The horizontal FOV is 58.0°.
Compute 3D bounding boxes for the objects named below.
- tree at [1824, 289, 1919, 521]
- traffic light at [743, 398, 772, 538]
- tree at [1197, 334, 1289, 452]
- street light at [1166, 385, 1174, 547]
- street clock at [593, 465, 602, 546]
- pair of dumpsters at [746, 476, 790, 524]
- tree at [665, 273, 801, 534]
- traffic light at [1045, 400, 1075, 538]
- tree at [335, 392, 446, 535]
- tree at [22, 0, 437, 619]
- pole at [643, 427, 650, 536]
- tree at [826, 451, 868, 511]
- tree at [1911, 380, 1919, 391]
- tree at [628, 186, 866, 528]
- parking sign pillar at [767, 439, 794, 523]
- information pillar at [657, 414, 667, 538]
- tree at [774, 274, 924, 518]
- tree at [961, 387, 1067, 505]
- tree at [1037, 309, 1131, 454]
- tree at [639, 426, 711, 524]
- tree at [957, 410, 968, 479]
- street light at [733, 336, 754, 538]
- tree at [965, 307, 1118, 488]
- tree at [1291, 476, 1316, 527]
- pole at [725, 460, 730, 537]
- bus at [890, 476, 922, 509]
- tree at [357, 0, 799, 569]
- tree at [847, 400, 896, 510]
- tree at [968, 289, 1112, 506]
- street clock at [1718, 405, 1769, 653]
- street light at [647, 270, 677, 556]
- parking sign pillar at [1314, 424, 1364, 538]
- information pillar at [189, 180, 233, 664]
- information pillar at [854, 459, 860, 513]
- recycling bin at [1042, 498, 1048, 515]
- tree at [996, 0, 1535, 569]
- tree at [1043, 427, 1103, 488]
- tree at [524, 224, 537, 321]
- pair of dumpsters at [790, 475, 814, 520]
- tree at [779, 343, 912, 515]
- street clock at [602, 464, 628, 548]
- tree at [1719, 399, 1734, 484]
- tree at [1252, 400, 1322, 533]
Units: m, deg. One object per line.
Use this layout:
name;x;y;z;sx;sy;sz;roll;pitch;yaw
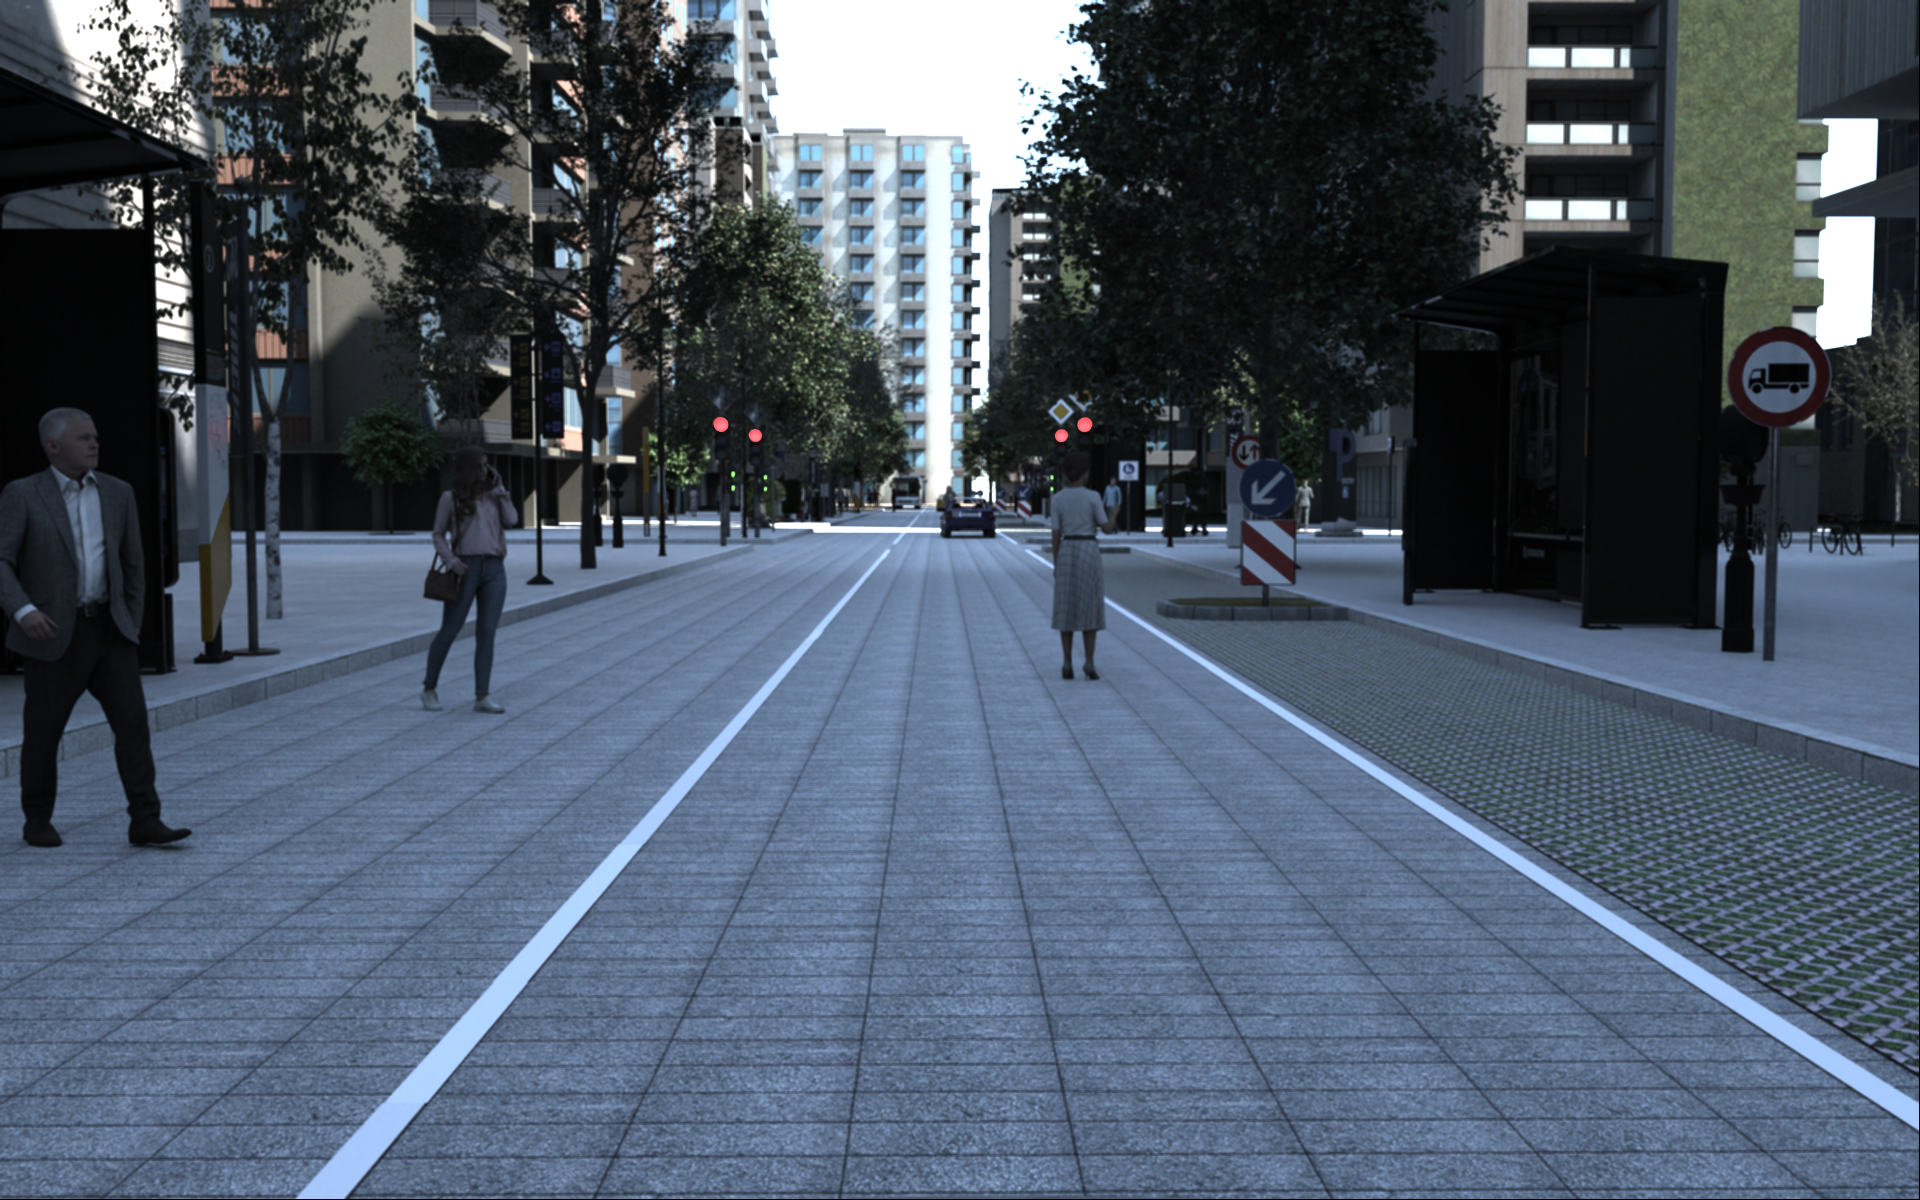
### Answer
tree;33.215;-6.794;61.446;4.360;8.622;3.978;0;3;0
traffic light;-5.927;-3.776;50.655;0.839;4.253;0.868;0;4;-1
tree;10.807;-6.952;64.026;4.737;8.622;4.395;0;3;0
street light;5.106;-4.228;41.922;0.468;5.910;1.993;0;4;-1
street clock;-8.901;-2.318;42.473;0.358;2.002;0.471;1;4;16
pair of dumpsters;-8.396;-4.394;74.341;1.574;2.255;4.437;0;4;-1
tree;-7.222;-6.429;55.472;4.360;8.622;3.978;0;3;0
traffic light;2.933;-3.784;50.783;0.839;4.253;0.868;0;4;-1
tree;-18.198;-4.363;55.046;4.285;4.588;4.351;0;3;0
tree;-7.210;-4.123;17.781;4.360;8.622;3.978;0;3;0
pole;-9.483;-3.579;52.360;0.158;3.312;0.155;0;3;0
tree;-8.600;-8.961;130.228;4.285;4.588;4.351;0;3;0
tree;13.284;-2.263;20.708;4.285;4.588;4.351;0;3;0
tree;-7.653;-9.059;65.117;9.611;12.733;9.660;0;3;0
parking sign pillar;-8.191;-5.473;77.960;1.447;3.967;1.447;-1;4;-11
information pillar;-8.693;-3.613;50.431;0.183;3.616;0.504;0;4;5
tree;-7.116;-11.261;94.482;12.009;13.543;11.850;0;3;0
tree;4.768;-12.226;134.299;8.767;10.594;7.601;1;4;23
tree;5.338;-7.212;68.280;4.360;8.622;3.978;0;3;0
tree;-12.289;-5.551;74.479;4.285;4.588;4.351;0;3;0
tree;3.142;-16.615;189.789;7.486;12.596;7.792;0;3;0
street light;-6.343;-4.777;50.894;0.468;5.910;1.993;0;4;-1
tree;5.374;-12.388;112.915;12.009;13.543;11.850;0;3;0
tree;12.873;-4.461;67.544;1.663;3.219;1.824;0;3;0
pole;-6.952;-3.525;51.470;0.158;3.312;0.155;0;3;0
bus;-5.093;-10.598;168.140;2.948;3.499;13.247;0;3;0
tree;-6.555;-5.798;29.216;8.767;10.594;7.601;1;4;22
tree;-7.400;-11.317;135.392;4.737;8.622;4.395;0;3;0
tree;5.427;-10.902;96.381;7.486;12.596;7.792;0;3;0
street clock;6.334;-0.579;14.045;0.471;2.002;0.358;-3;5;-44
street light;-6.165;-3.848;35.707;0.468;5.910;1.993;0;4;-1
parking sign pillar;11.332;-3.866;51.685;1.447;3.967;1.447;3;5;43
information pillar;-5.723;-1.339;13.241;0.183;3.616;0.504;0;4;-5
information pillar;-6.827;-7.563;115.004;0.183;3.616;0.504;3;5;41
recycling bin;5.481;-5.678;105.397;0.722;1.027;0.722;-2;4;-28
tree;5.244;-6.886;29.590;9.611;12.733;9.660;0;3;0
tree;5.719;-6.209;85.227;4.285;4.588;4.351;0;3;0
tree;-11.368;-5.433;39.190;4.360;8.622;3.978;0;3;0
pair of dumpsters;-8.045;-5.023;84.625;1.574;2.255;4.437;0;4;-1
tree;-7.831;-11.083;106.963;9.928;11.665;9.643;0;3;0
street clock;-8.172;-2.248;41.328;0.471;2.002;0.358;-3;5;-43
tree;22.581;-4.253;53.258;4.285;4.588;4.351;0;3;0
tree;11.194;-4.536;57.884;4.285;4.588;4.351;0;3;0
